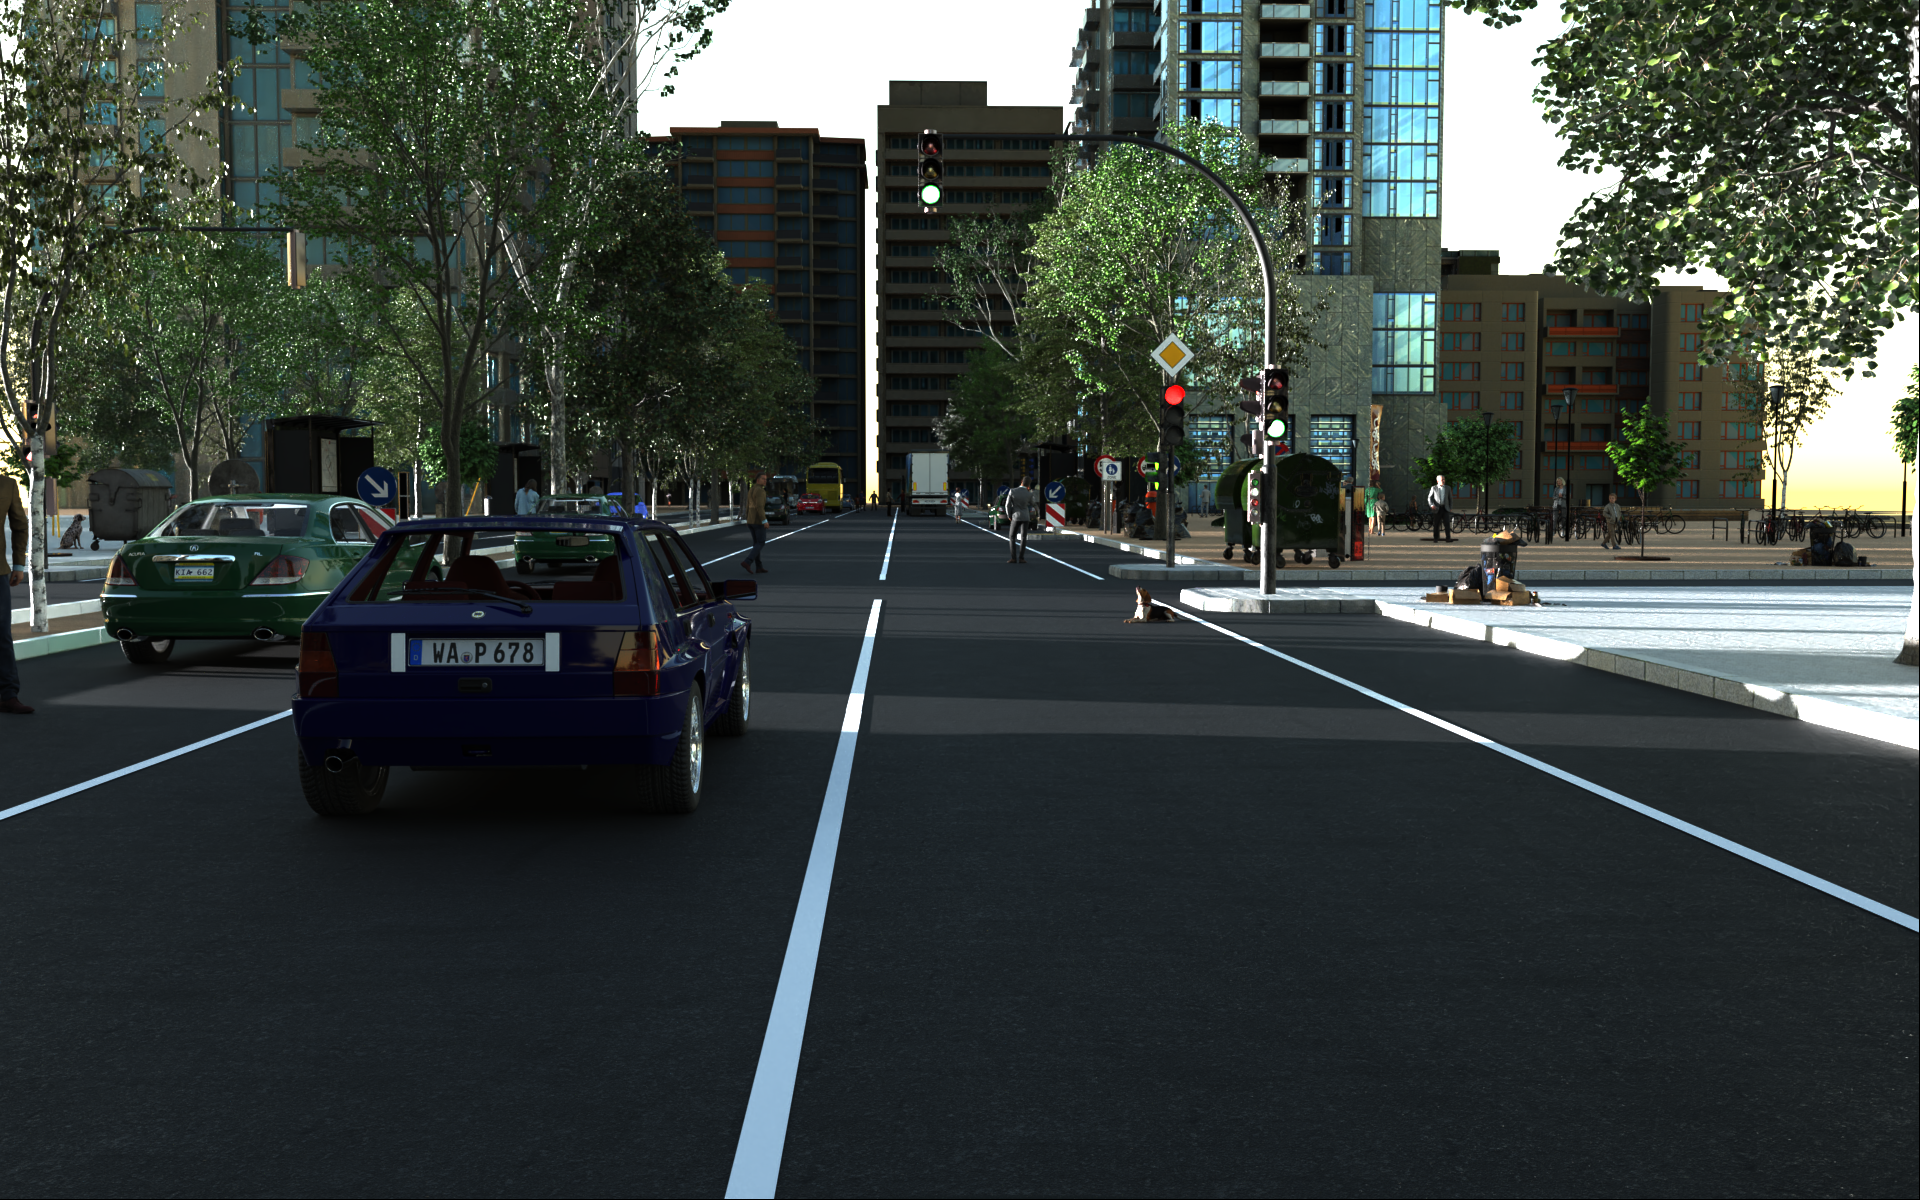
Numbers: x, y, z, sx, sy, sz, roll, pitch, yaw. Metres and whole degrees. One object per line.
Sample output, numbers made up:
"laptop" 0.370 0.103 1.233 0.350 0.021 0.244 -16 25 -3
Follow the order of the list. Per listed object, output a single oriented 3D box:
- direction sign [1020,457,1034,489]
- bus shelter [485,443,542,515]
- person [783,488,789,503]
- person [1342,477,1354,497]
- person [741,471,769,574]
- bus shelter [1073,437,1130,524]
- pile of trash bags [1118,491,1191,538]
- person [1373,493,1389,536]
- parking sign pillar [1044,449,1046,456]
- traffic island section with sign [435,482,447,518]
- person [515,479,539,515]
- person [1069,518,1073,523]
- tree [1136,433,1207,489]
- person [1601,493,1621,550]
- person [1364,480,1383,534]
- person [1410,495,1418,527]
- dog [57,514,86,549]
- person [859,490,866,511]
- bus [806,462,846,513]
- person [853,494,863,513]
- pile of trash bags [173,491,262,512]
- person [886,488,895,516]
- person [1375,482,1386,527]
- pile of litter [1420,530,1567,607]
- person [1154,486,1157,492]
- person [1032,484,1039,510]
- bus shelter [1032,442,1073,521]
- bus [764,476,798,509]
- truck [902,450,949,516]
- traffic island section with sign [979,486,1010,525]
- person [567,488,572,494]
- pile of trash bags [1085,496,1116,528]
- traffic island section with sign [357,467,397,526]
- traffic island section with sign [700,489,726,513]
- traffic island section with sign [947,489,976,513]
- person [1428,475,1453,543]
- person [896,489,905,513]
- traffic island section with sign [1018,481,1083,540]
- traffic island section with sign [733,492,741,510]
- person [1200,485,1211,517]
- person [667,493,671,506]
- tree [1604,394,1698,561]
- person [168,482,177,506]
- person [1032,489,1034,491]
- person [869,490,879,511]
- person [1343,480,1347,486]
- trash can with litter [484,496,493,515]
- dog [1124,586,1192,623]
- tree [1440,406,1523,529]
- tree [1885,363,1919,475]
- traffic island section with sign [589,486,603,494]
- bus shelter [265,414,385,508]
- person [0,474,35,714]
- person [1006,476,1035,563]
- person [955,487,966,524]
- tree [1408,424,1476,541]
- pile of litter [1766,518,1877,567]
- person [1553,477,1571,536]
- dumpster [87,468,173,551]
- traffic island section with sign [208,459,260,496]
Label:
"direction sign" 4.081 -6.943 105.508 0.876 3.537 0.379 -1 4 -17
"bus shelter" -21.045 -5.574 82.415 1.731 3.624 6.357 0 4 -2
"person" -11.342 -6.332 112.045 0.705 1.822 1.348 1 4 20
"person" 11.654 -2.794 51.901 0.661 1.801 0.590 1 4 16
"person" -3.658 -1.397 31.252 0.656 1.842 0.836 2 4 29
"bus shelter" 6.164 -5.106 74.770 1.731 3.624 6.357 0 4 -2
"pile of trash bags" 5.815 -2.565 51.688 1.912 1.369 3.447 0 4 1
"person" 12.944 -2.628 53.280 0.475 1.303 0.640 1 4 14
"parking sign pillar" 5.192 -7.047 103.695 1.447 3.967 1.447 0 4 -1
"traffic island section with sign" -16.246 -2.798 54.368 1.989 1.847 2.006 0 4 -2
"person" -10.396 -1.999 41.452 0.793 1.790 0.793 -3 5 -41
"person" 4.958 -4.051 76.961 0.352 1.250 0.332 1 4 13
"tree" 9.893 -5.961 81.180 4.285 4.588 4.351 0 3 0
"person" 15.123 -1.824 40.140 0.475 1.303 0.640 -2 4 -29
"person" 13.311 -3.036 55.936 0.600 1.795 0.529 1 4 22
"person" 17.879 -3.521 68.274 0.373 1.253 0.362 -1 4 -22
"dog" -20.873 -1.594 40.444 0.800 0.831 0.513 -1 4 -22
"person" -8.129 -8.347 145.421 0.683 1.767 0.568 -3 5 -44
"bus" -10.363 -8.689 133.608 2.896 3.916 12.252 0 4 -3
"person" -7.850 -7.409 132.896 0.557 1.426 1.065 3 5 44
"pile of trash bags" -19.248 -2.127 44.524 1.912 1.369 3.447 1 4 22
"person" -4.513 -6.286 111.280 0.705 1.823 1.348 -1 4 -22
"person" 16.372 -3.749 67.758 0.534 1.772 0.576 0 4 -3
"pile of litter" 6.242 -0.390 20.343 1.176 0.858 1.719 -2 4 -29
"person" 11.214 -5.635 98.590 0.576 1.772 0.534 -1 4 -14
"person" 4.120 -5.341 93.552 0.537 1.800 0.526 0 4 2
"bus shelter" 4.485 -5.525 81.613 1.731 3.624 6.357 0 4 -2
"bus" -17.263 -10.616 168.426 2.948 3.499 13.247 0 4 -3
"truck" -2.274 -7.686 114.578 2.839 4.237 11.283 0 4 -4
"traffic island section with sign" 1.930 -4.490 82.046 1.989 1.847 2.006 0 4 -2
"person" -27.191 -6.926 120.019 1.217 1.736 0.721 3 5 40
"pile of trash bags" 5.755 -3.462 66.349 1.912 1.369 3.447 0 4 6
"traffic island section with sign" -9.722 -1.306 29.485 2.006 1.907 1.989 0 4 -2
"traffic island section with sign" -18.912 -7.544 131.969 1.989 1.847 2.006 0 4 -2
"traffic island section with sign" 0.219 -7.545 131.985 1.989 1.847 2.006 0 4 -2
"person" 12.669 -2.389 45.507 0.661 1.777 0.834 0 4 -7
"person" -4.405 -7.601 132.744 0.705 1.831 1.348 -3 5 -44
"traffic island section with sign" 2.853 -2.843 55.106 1.989 1.847 2.006 0 4 -2
"traffic island section with sign" -19.836 -9.191 158.908 1.989 1.847 2.006 0 4 -2
"person" 13.423 -5.433 95.070 0.606 1.804 0.583 -2 4 -29
"person" -30.110 -10.418 179.573 0.628 1.438 0.799 -3 5 -40
"tree" 13.454 -2.391 33.691 1.663 3.219 1.824 0 3 0
"person" -23.646 -2.759 51.510 0.532 1.782 0.716 1 4 16
"person" 5.890 -8.154 140.294 0.756 1.711 0.436 3 5 45
"person" -7.497 -8.637 150.264 0.990 1.755 0.434 -2 4 -24
"person" 13.912 -3.450 62.791 0.599 1.781 0.374 -1 4 -15
"trash can with litter" -20.355 -3.865 74.250 2.233 1.210 1.678 3 4 37
"dog" 2.227 0.048 19.408 0.748 0.427 0.550 1 4 11
"tree" 19.416 -4.971 64.990 4.285 4.588 4.351 0 3 0
"tree" 20.891 -3.183 35.763 4.285 4.588 4.351 0 3 0
"traffic island section with sign" -17.176 -4.464 81.613 1.989 1.847 2.006 0 4 -2
"bus shelter" -19.557 -3.814 53.650 1.731 3.624 6.357 0 4 -2
"person" -6.474 -0.178 11.314 0.836 1.842 0.656 1 4 20
"person" 1.244 -1.670 35.989 0.592 1.802 0.473 1 4 18
"person" 0.001 -4.598 84.251 0.480 1.755 0.524 3 5 39
"tree" 13.220 -3.258 47.866 1.663 3.219 1.824 0 3 0
"pile of litter" 15.473 -1.049 31.118 1.176 0.858 1.719 -3 5 -43
"person" 18.396 -2.861 53.008 0.537 1.800 0.526 3 4 38
"dumpster" -19.091 -2.083 39.819 1.264 1.857 1.865 0 4 -2
"traffic island section with sign" -9.478 -0.853 22.082 2.006 1.907 1.989 0 4 -2
